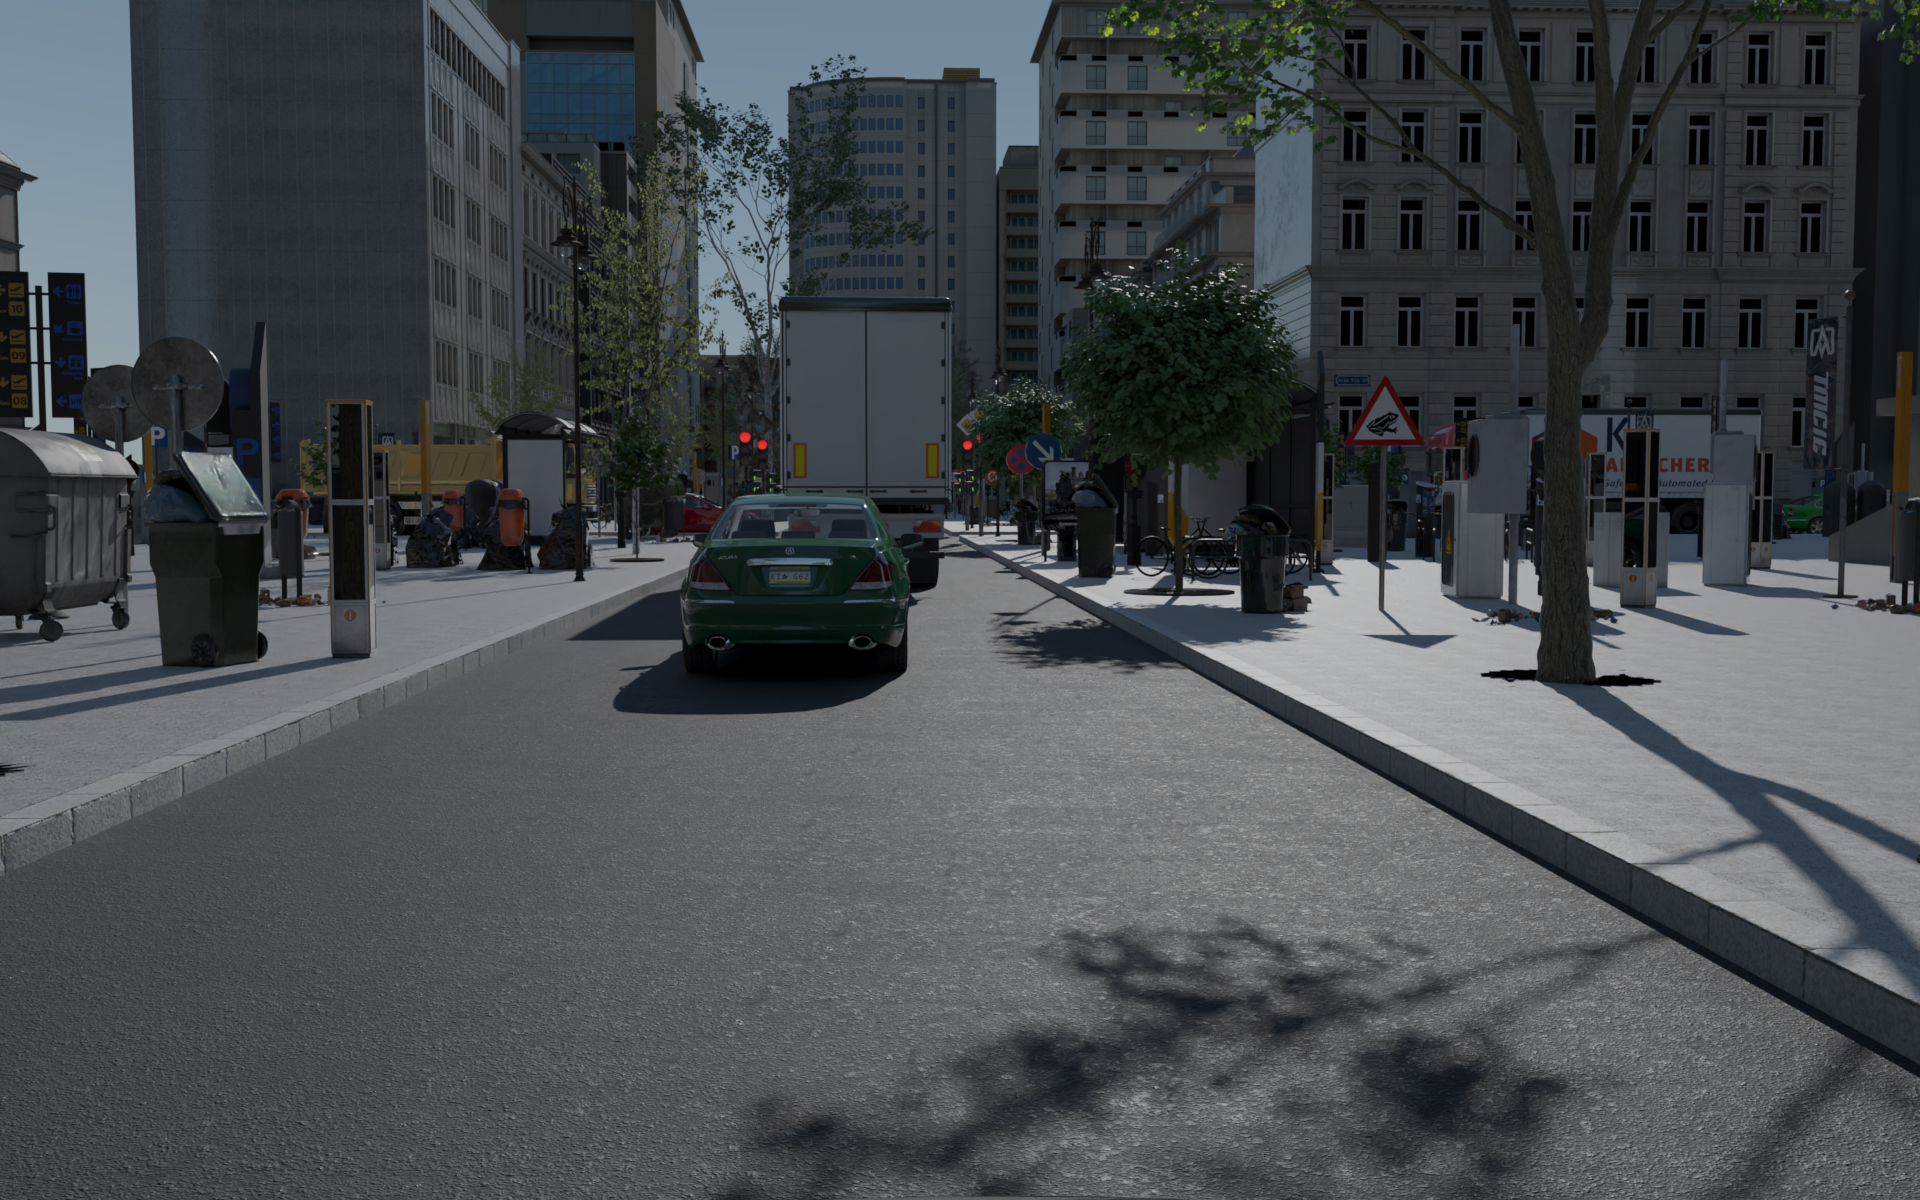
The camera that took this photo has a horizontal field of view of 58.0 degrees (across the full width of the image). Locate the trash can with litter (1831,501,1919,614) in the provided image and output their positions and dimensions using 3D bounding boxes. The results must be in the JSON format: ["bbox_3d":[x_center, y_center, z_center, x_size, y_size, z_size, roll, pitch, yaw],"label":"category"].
[{"bbox_3d":[10.557,-0.497,19.176,1.678,1.210,2.233,1,4,16],"label":"trash can with litter"}]

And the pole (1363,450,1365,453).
[{"bbox_3d":[14.270,-4.107,60.990,0.158,3.312,0.155,0,3,0],"label":"pole"}]

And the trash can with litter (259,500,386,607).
[{"bbox_3d":[-7.927,-0.574,20.449,1.678,1.210,2.233,-3,5,-40],"label":"trash can with litter"}]

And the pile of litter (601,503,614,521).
[{"bbox_3d":[-17.272,-4.260,83.623,1.176,0.858,1.719,-1,4,-10],"label":"pile of litter"}]

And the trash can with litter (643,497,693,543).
[{"bbox_3d":[-7.239,-2.146,46.145,2.233,1.210,1.678,0,4,1],"label":"trash can with litter"}]

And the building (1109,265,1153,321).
[{"bbox_3d":[16.692,-16.052,127.071,10.561,19.102,19.286,0,4,-3],"label":"building"}]

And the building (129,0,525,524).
[{"bbox_3d":[-28.884,-16.173,82.450,12.078,24.808,19.932,0,4,-3],"label":"building"}]

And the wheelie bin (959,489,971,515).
[{"bbox_3d":[0.382,-5.939,105.018,0.980,1.594,0.693,-1,4,-17],"label":"wheelie bin"}]

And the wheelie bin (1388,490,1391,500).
[{"bbox_3d":[12.786,-2.765,53.121,0.980,1.594,0.693,3,5,44],"label":"wheelie bin"}]

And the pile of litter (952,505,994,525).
[{"bbox_3d":[0.731,-3.629,73.302,1.176,0.858,1.719,-2,4,-32],"label":"pile of litter"}]

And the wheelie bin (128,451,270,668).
[{"bbox_3d":[-5.699,-0.314,13.048,0.693,1.594,0.980,1,4,13],"label":"wheelie bin"}]

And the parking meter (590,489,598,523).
[{"bbox_3d":[-16.253,-4.194,76.982,0.372,1.533,0.369,0,3,0],"label":"parking meter"}]

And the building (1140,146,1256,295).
[{"bbox_3d":[19.314,-16.099,105.026,13.314,21.916,24.055,0,4,-3],"label":"building"}]

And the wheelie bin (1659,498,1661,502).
[{"bbox_3d":[19.880,-2.598,50.391,0.980,1.594,0.693,-3,4,-39],"label":"wheelie bin"}]

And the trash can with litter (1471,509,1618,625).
[{"bbox_3d":[5.921,-0.409,17.750,2.233,1.210,1.678,-3,4,-38],"label":"trash can with litter"}]

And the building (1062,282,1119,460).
[{"bbox_3d":[24.540,-19.027,156.127,27.650,21.520,28.899,0,4,-3],"label":"building"}]

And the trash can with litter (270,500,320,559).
[{"bbox_3d":[-13.183,-1.401,34.296,1.055,1.170,0.624,1,4,16],"label":"trash can with litter"}]

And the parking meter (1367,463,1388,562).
[{"bbox_3d":[7.938,-1.663,32.909,0.255,1.863,0.399,3,4,38],"label":"parking meter"}]

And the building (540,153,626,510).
[{"bbox_3d":[-30.713,-17.806,120.805,12.332,23.373,15.834,0,4,-3],"label":"building"}]

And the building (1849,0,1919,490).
[{"bbox_3d":[52.284,-17.697,82.845,24.014,27.812,14.314,0,4,-3],"label":"building"}]

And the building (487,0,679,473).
[{"bbox_3d":[-33.133,-30.909,155.475,14.600,45.320,14.200,0,4,-3],"label":"building"}]

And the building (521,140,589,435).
[{"bbox_3d":[-29.098,-16.749,102.731,11.050,23.489,19.941,0,4,-3],"label":"building"}]

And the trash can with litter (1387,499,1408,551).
[{"bbox_3d":[9.790,-1.699,39.161,0.624,1.170,1.055,1,4,12],"label":"trash can with litter"}]

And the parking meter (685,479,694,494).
[{"bbox_3d":[-9.804,-3.477,62.559,0.399,1.863,0.255,-1,4,-19],"label":"parking meter"}]

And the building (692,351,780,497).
[{"bbox_3d":[-38.764,-24.493,245.505,28.899,21.520,27.650,0,4,-3],"label":"building"}]

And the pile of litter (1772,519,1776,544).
[{"bbox_3d":[20.576,-1.892,44.901,1.176,0.858,1.719,3,4,36],"label":"pile of litter"}]

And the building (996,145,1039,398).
[{"bbox_3d":[15.291,-37.926,243.795,21.600,48.544,21.300,0,4,-3],"label":"building"}]

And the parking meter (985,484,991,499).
[{"bbox_3d":[1.592,-5.821,100.890,0.255,1.863,0.399,-3,5,-42],"label":"parking meter"}]

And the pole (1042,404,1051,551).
[{"bbox_3d":[1.960,-2.781,39.318,0.158,3.312,0.155,0,3,0],"label":"pole"}]

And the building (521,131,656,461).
[{"bbox_3d":[-32.852,-22.630,141.700,14.160,30.474,14.107,0,4,-3],"label":"building"}]

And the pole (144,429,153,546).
[{"bbox_3d":[-20.162,-3.011,43.068,0.158,3.312,0.155,0,3,0],"label":"pole"}]

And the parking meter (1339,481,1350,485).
[{"bbox_3d":[15.861,-4.018,71.408,0.399,1.863,0.255,3,5,40],"label":"parking meter"}]

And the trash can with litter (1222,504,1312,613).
[{"bbox_3d":[3.381,-0.460,18.905,0.624,1.170,1.055,3,5,40],"label":"trash can with litter"}]

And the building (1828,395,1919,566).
[{"bbox_3d":[32.990,-20.416,25.682,32.217,40.220,23.993,0,4,-3],"label":"building"}]

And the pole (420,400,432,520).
[{"bbox_3d":[-11.613,-2.682,37.686,0.158,3.312,0.155,0,3,0],"label":"pole"}]

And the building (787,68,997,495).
[{"bbox_3d":[-9.637,-42.840,242.425,28.212,58.520,21.231,0,4,-3],"label":"building"}]

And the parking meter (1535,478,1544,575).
[{"bbox_3d":[9.314,-1.163,27.424,0.372,1.533,0.369,0,3,0],"label":"parking meter"}]

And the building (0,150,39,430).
[{"bbox_3d":[-53.076,-12.980,76.858,19.286,19.102,10.561,0,4,-3],"label":"building"}]

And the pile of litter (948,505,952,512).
[{"bbox_3d":[-0.869,-6.641,122.545,1.719,0.858,1.176,0,4,-6],"label":"pile of litter"}]

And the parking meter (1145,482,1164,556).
[{"bbox_3d":[4.024,-1.676,35.806,0.372,1.533,0.369,0,3,0],"label":"parking meter"}]

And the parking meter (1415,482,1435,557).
[{"bbox_3d":[9.459,-1.640,35.224,0.372,1.533,0.369,0,3,0],"label":"parking meter"}]

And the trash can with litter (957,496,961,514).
[{"bbox_3d":[0.172,-5.999,109.471,0.624,1.170,1.055,-1,4,-8],"label":"trash can with litter"}]

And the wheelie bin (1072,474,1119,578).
[{"bbox_3d":[2.094,-1.153,26.756,0.693,1.594,0.980,1,4,9],"label":"wheelie bin"}]

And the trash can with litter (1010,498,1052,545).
[{"bbox_3d":[1.808,-1.977,43.712,0.624,1.170,1.055,3,5,45],"label":"trash can with litter"}]

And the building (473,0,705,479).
[{"bbox_3d":[-41.692,-36.186,180.886,27.495,52.752,28.713,0,4,-3],"label":"building"}]

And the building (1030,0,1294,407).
[{"bbox_3d":[22.858,-36.332,183.269,28.713,52.752,27.495,0,4,-3],"label":"building"}]

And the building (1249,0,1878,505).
[{"bbox_3d":[26.991,-17.359,81.076,25.104,27.353,12.463,0,4,-3],"label":"building"}]

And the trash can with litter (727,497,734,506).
[{"bbox_3d":[-10.134,-4.056,77.708,1.055,1.170,0.624,3,5,43],"label":"trash can with litter"}]

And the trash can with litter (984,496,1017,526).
[{"bbox_3d":[1.681,-3.607,70.026,2.233,1.210,1.678,-3,4,-38],"label":"trash can with litter"}]
